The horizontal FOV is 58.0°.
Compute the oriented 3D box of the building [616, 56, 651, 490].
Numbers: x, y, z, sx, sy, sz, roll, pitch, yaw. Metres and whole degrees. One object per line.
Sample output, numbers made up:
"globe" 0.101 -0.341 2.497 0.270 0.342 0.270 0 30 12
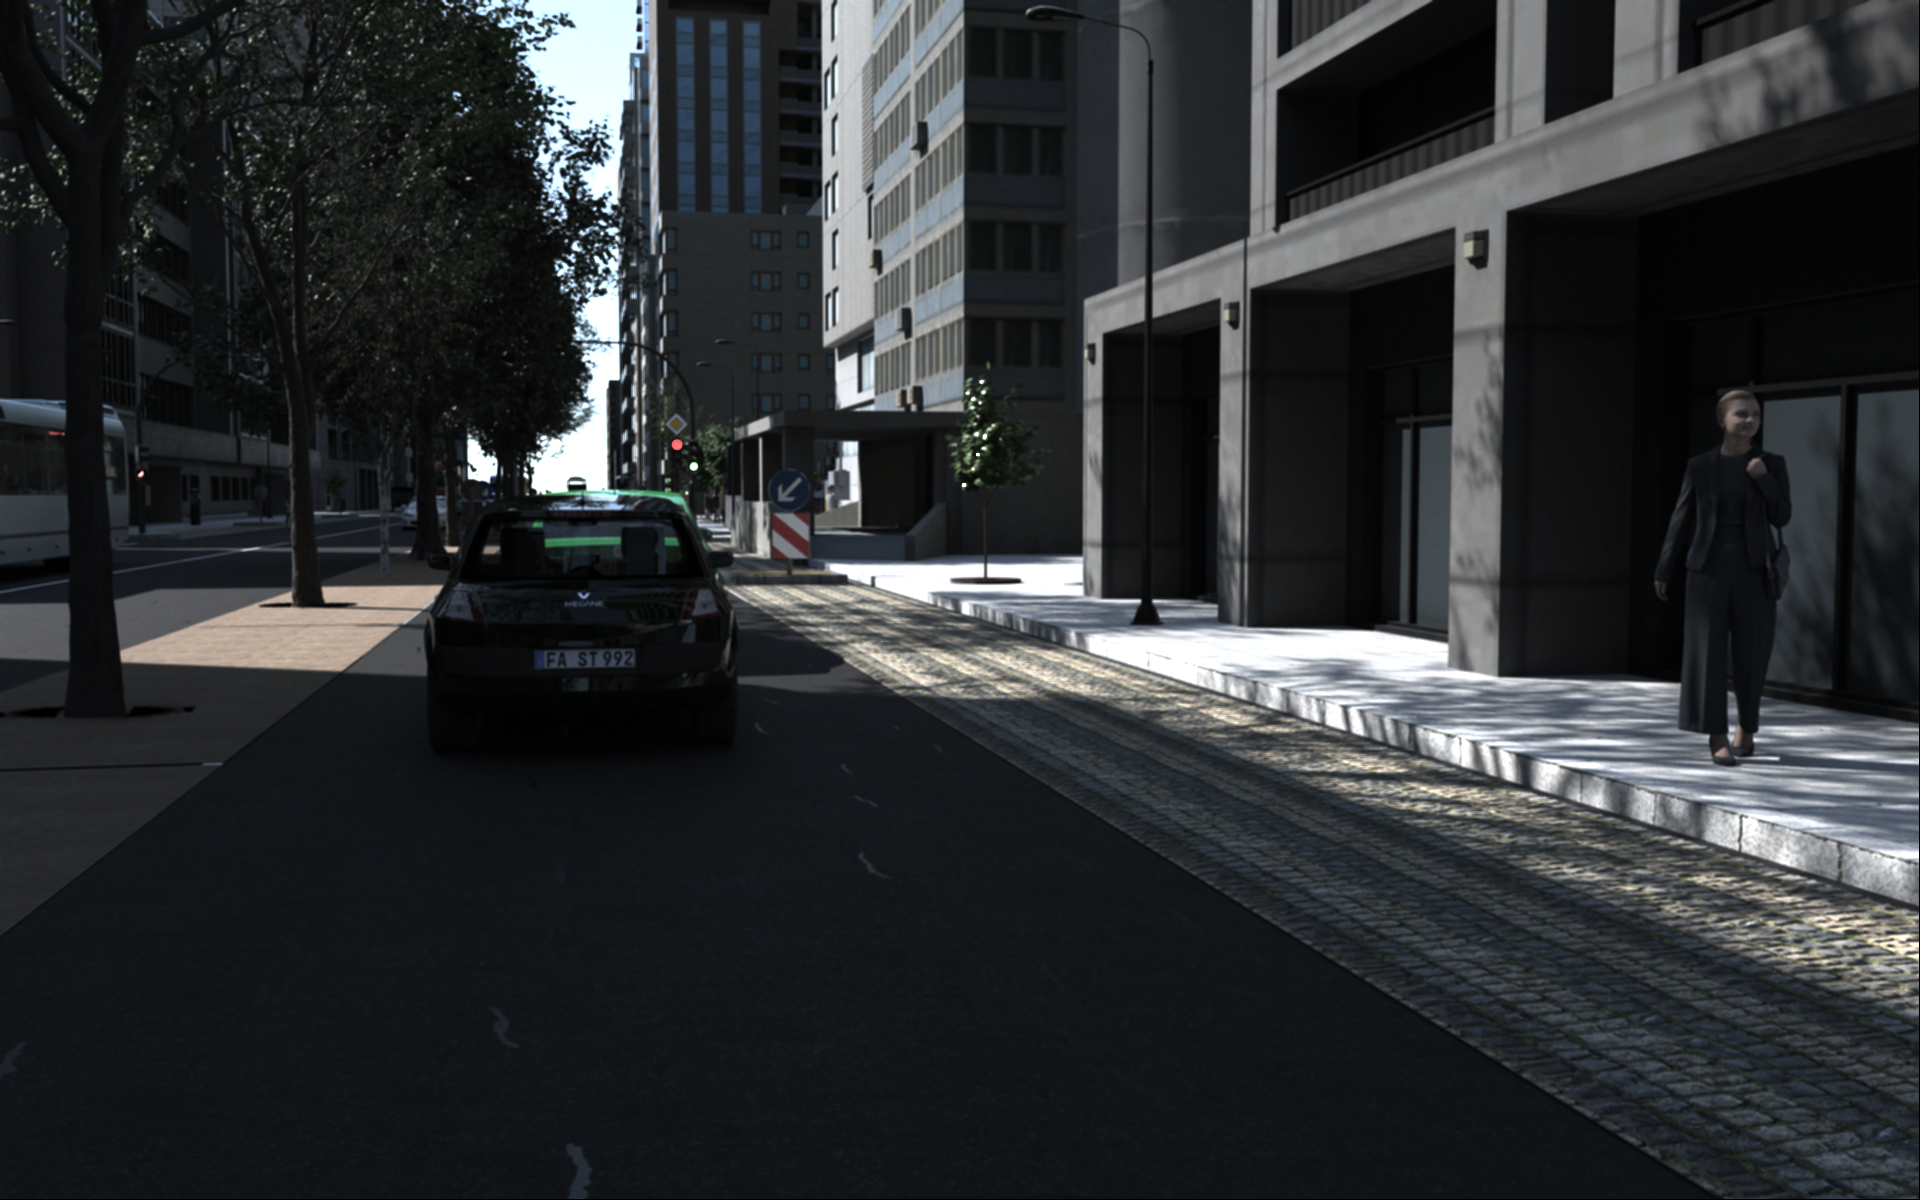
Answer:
"building" -26.607 -35.172 194.663 23.786 49.044 30.456 -1 4 -13

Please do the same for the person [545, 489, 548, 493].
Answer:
"person" -32.680 -7.857 136.941 0.705 1.826 1.348 -2 4 -35

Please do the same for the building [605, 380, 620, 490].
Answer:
"building" -42.623 -26.521 278.661 27.650 21.520 28.899 -1 4 -13

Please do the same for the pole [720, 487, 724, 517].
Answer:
"pole" -13.386 -6.330 97.346 0.158 3.312 0.155 0 3 0

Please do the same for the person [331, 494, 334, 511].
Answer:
"person" -46.160 -7.156 127.321 0.394 1.301 0.425 -2 4 -30

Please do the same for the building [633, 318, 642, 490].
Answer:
"building" -16.916 -19.708 167.265 27.650 21.520 28.899 -1 4 -13

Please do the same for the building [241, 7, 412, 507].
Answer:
"building" -76.334 -47.624 216.902 20.563 71.187 20.611 -1 4 -13

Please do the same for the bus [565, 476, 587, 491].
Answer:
"bus" -53.331 -15.235 240.642 2.896 3.916 12.252 -1 4 -14

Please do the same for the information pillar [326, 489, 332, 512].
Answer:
"information pillar" -44.019 -7.111 120.764 0.304 2.012 0.304 0 4 -7

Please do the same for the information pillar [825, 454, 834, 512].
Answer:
"information pillar" -7.816 -6.798 102.500 0.183 3.616 0.504 2 4 35

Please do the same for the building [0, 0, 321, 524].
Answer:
"building" -45.791 -17.042 97.696 14.314 24.678 30.058 -1 4 -13

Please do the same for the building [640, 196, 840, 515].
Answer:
"building" -7.801 -16.988 122.787 27.650 21.520 28.899 -1 4 -13

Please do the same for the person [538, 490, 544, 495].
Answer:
"person" -41.474 -9.952 171.225 1.348 1.823 0.705 0 4 6

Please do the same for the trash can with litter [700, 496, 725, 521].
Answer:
"trash can with litter" -11.679 -4.402 83.034 2.233 1.210 1.678 2 4 31

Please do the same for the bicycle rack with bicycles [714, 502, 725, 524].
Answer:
"bicycle rack with bicycles" -9.559 -3.779 75.161 2.852 0.926 2.925 -1 4 -11

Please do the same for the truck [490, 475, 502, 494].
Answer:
"truck" -64.827 -15.561 244.173 2.967 4.110 18.799 -1 4 -14

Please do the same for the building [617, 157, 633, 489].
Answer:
"building" -37.192 -35.181 225.319 14.600 45.320 14.200 -1 4 -13

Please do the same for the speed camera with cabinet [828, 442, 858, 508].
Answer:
"speed camera with cabinet" -3.979 -4.380 65.942 2.038 3.252 0.660 -2 4 -28

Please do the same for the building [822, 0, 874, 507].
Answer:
"building" 8.663 -29.763 75.871 27.495 52.752 28.713 -1 4 -13

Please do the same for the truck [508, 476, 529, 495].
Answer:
"truck" -48.666 -11.846 189.613 3.469 3.379 9.791 -1 4 -11

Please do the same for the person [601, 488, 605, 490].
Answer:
"person" -19.484 -5.250 94.696 0.532 1.782 0.716 1 4 16

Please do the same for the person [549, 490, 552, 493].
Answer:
"person" -42.577 -10.505 180.256 1.348 1.824 0.705 3 4 36

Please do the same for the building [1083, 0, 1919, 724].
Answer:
"building" 13.761 -35.091 11.994 20.563 71.187 20.611 -1 4 -13

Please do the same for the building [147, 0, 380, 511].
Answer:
"building" -57.272 -42.648 135.554 20.563 71.187 20.611 -1 4 -13

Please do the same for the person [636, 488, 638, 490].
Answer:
"person" -29.014 -9.146 155.446 0.709 1.838 0.599 -1 4 -20

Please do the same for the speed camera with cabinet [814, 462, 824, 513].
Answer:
"speed camera with cabinet" -9.481 -6.926 107.569 2.038 3.252 0.660 0 4 -2

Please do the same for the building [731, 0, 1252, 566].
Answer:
"building" 10.913 -21.493 43.295 32.217 40.220 23.993 -1 4 -13

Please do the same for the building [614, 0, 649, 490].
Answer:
"building" -38.036 -57.145 246.988 22.319 86.520 31.000 -1 4 -13

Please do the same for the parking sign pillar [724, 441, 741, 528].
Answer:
"parking sign pillar" -8.310 -4.758 66.261 1.447 3.967 1.447 -1 4 -23

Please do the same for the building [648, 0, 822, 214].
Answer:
"building" -18.414 -30.217 144.164 14.600 45.320 14.200 -1 4 -13

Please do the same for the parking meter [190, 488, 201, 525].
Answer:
"parking meter" -31.563 -3.857 71.468 0.372 1.533 0.369 0 3 0

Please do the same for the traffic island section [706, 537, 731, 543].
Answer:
"traffic island section" -8.027 -1.834 52.260 2.009 0.180 2.903 -1 4 -13

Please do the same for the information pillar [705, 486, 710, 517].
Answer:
"information pillar" -13.915 -5.573 95.607 0.304 2.012 0.304 0 3 0

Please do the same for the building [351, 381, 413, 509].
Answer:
"building" -66.527 -19.283 160.323 27.650 21.520 28.899 -1 4 -13

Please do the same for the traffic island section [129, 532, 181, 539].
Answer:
"traffic island section" -26.599 -2.081 56.303 2.009 0.180 2.903 -1 4 -13

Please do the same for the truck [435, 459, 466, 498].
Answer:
"truck" -41.437 -9.233 139.878 2.839 4.237 11.283 -1 4 -13

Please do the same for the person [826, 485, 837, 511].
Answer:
"person" -4.234 -2.909 56.821 0.466 1.731 0.760 2 4 24

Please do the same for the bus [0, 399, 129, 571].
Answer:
"bus" -16.842 -2.090 29.034 2.948 3.499 13.247 -1 4 -14

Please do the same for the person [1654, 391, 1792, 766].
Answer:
"person" 3.687 -0.115 8.342 0.576 1.772 0.534 0 4 6

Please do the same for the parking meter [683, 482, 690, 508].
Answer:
"parking meter" -13.466 -4.879 85.476 0.255 1.863 0.399 1 4 18

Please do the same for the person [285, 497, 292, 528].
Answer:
"person" -28.693 -3.750 74.066 0.306 1.304 0.590 -3 5 -39

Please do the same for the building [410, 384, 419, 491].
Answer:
"building" -64.946 -25.119 182.396 14.160 30.474 14.107 -1 4 -13

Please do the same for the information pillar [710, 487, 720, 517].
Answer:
"information pillar" -13.375 -5.539 95.048 0.304 2.012 0.304 -2 4 -29

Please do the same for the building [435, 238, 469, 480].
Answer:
"building" -80.942 -42.841 242.453 21.231 58.520 28.212 -1 4 -13

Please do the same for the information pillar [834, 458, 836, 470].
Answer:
"information pillar" -7.714 -7.097 107.391 0.504 3.616 0.183 2 4 25
